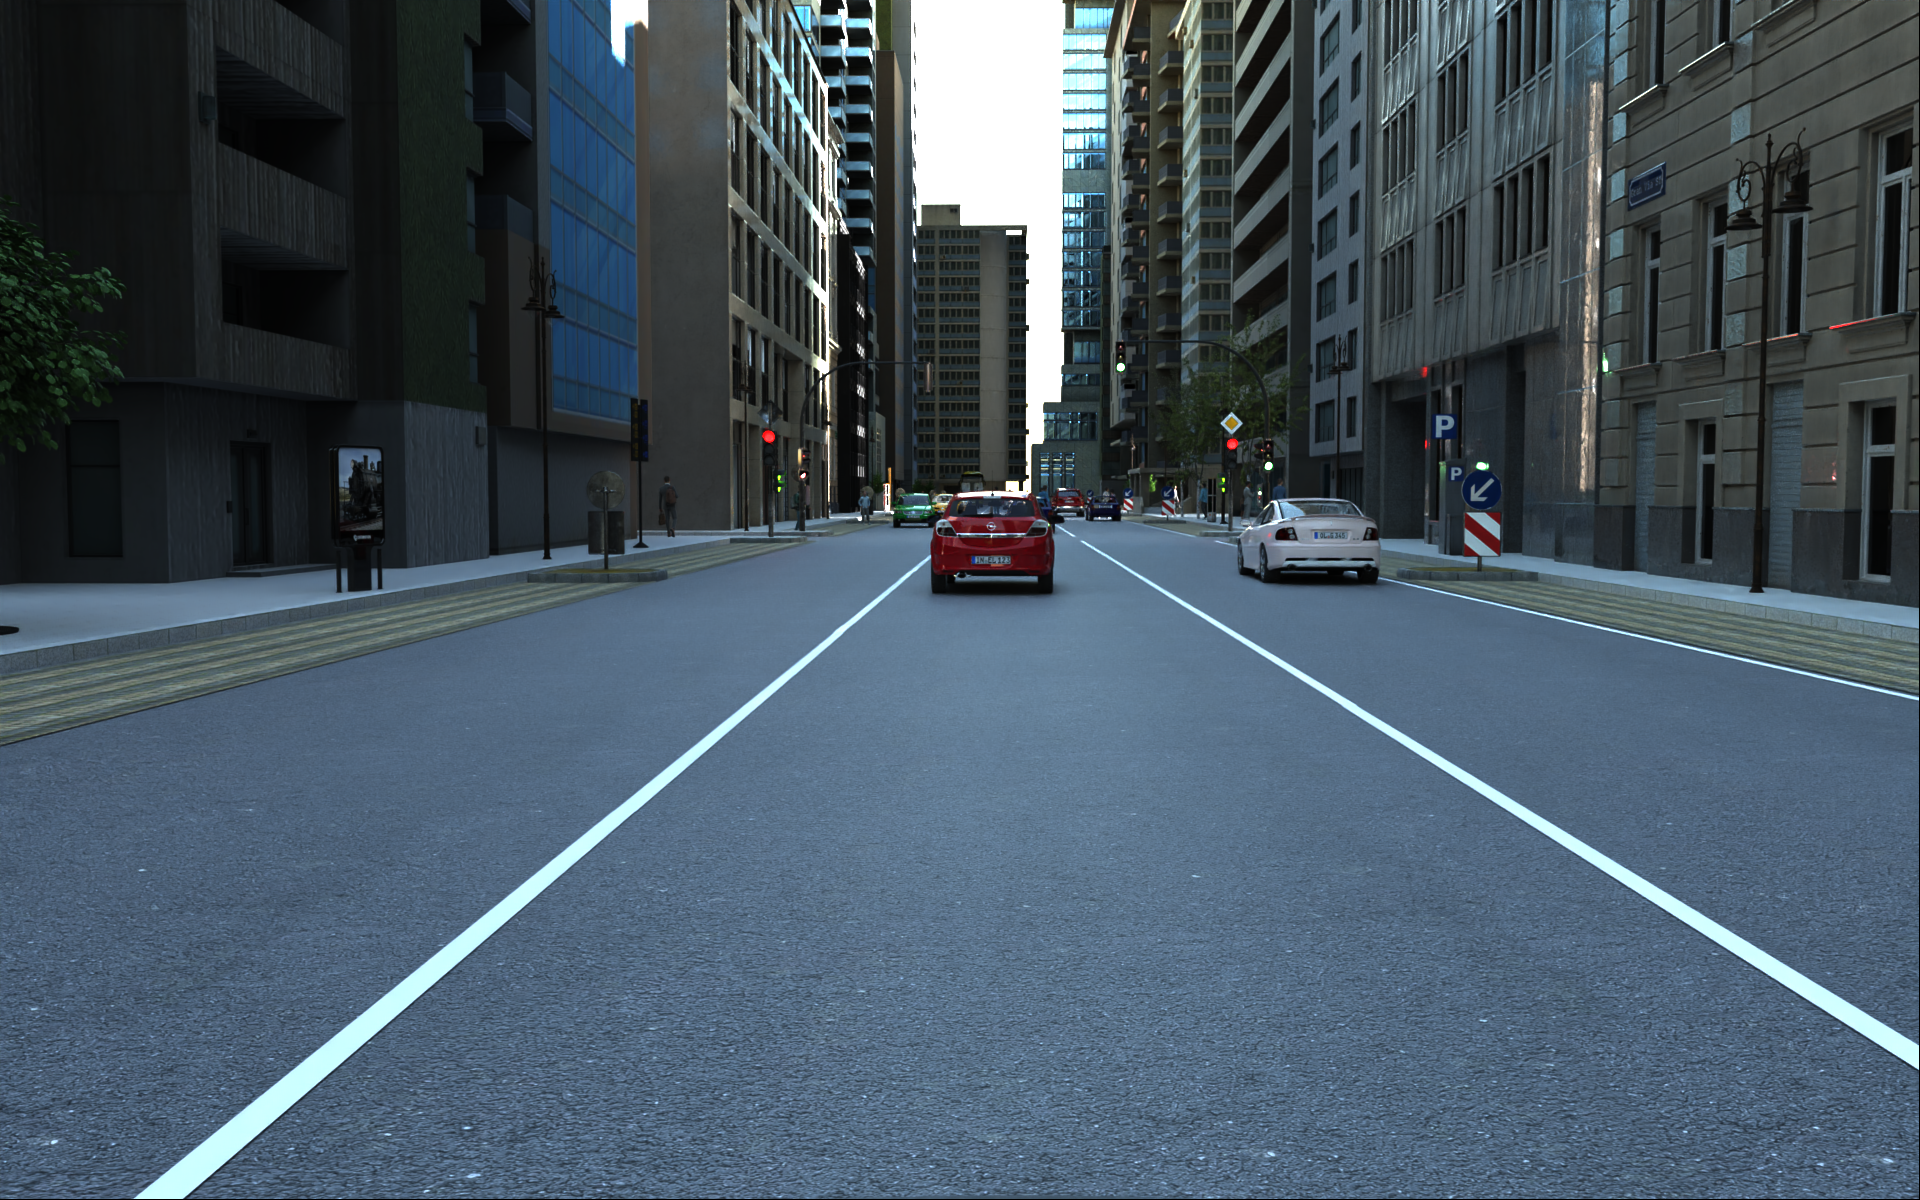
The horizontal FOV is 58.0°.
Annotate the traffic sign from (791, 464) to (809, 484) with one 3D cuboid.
[{"bbox_3d":[-6.765,-4.476,73.293,0.768,2.556,0.104,0,4,3],"label":"traffic sign"}]

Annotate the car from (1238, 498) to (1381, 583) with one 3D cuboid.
[{"bbox_3d":[5.844,-1.036,29.297,2.083,1.381,4.827,0,4,2],"label":"car"}]

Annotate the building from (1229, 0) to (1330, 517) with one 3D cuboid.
[{"bbox_3d":[25.753,-28.334,86.960,21.300,48.544,21.600,0,4,2],"label":"building"}]

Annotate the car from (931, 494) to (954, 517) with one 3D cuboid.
[{"bbox_3d":[-0.886,-5.442,99.200,2.015,1.641,3.980,0,4,3],"label":"car"}]

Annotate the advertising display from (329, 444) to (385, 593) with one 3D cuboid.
[{"bbox_3d":[-7.951,-1.081,22.887,0.123,1.923,0.974,1,4,18],"label":"advertising display"}]

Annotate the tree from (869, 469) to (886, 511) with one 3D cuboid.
[{"bbox_3d":[-6.483,-8.501,133.592,1.663,3.219,1.824,0,3,0],"label":"tree"}]

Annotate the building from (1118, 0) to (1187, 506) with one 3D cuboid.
[{"bbox_3d":[25.558,-30.395,151.590,22.147,44.769,28.867,0,4,2],"label":"building"}]

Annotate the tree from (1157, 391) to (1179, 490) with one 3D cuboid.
[{"bbox_3d":[12.274,-8.502,89.376,4.737,8.622,4.395,0,3,0],"label":"tree"}]

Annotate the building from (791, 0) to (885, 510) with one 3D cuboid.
[{"bbox_3d":[-17.308,-51.135,148.730,22.319,86.520,31.000,0,4,2],"label":"building"}]

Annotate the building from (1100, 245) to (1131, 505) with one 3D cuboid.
[{"bbox_3d":[23.268,-26.321,202.043,14.160,30.474,14.107,0,4,2],"label":"building"}]

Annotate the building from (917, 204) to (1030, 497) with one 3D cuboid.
[{"bbox_3d":[-2.605,-33.205,234.779,23.993,40.220,32.217,0,4,2],"label":"building"}]

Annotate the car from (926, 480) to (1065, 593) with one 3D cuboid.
[{"bbox_3d":[0.530,-1.067,26.487,2.155,1.783,4.494,0,4,2],"label":"car"}]

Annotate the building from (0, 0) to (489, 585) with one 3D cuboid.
[{"bbox_3d":[-16.604,-15.616,27.027,14.160,30.474,14.107,0,4,2],"label":"building"}]

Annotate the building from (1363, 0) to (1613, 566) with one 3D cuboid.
[{"bbox_3d":[17.491,-13.558,39.702,12.078,24.808,19.932,0,4,2],"label":"building"}]

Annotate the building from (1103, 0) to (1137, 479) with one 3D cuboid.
[{"bbox_3d":[29.887,-36.127,179.910,28.713,52.752,27.495,0,4,2],"label":"building"}]

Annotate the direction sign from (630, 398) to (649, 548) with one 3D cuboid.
[{"bbox_3d":[-7.635,-3.017,41.325,0.379,3.537,0.876,1,4,15],"label":"direction sign"}]

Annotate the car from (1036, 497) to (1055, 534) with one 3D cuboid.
[{"bbox_3d":[2.575,-3.147,64.040,1.945,1.354,3.894,0,4,0],"label":"car"}]

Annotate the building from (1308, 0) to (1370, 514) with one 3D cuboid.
[{"bbox_3d":[21.671,-18.034,66.562,14.107,30.474,14.160,0,4,2],"label":"building"}]

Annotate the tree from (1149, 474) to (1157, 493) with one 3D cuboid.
[{"bbox_3d":[14.395,-8.528,134.035,1.663,3.219,1.824,0,3,0],"label":"tree"}]

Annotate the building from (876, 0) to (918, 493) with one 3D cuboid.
[{"bbox_3d":[-19.131,-40.151,198.474,28.212,58.520,21.231,0,4,2],"label":"building"}]

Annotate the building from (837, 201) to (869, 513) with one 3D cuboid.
[{"bbox_3d":[-13.311,-17.986,123.742,12.332,23.373,15.834,0,4,2],"label":"building"}]

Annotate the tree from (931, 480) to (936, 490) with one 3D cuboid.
[{"bbox_3d":[-3.607,-13.047,207.918,1.663,3.219,1.824,0,3,0],"label":"tree"}]

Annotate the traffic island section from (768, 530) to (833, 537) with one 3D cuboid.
[{"bbox_3d":[-5.453,-2.289,59.705,2.009,0.180,2.903,0,4,2],"label":"traffic island section"}]

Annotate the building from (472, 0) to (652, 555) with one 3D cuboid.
[{"bbox_3d":[-16.162,-23.976,42.112,14.200,45.320,14.600,0,4,2],"label":"building"}]

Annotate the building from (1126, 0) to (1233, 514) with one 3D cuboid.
[{"bbox_3d":[28.063,-26.056,117.903,32.217,40.220,23.993,0,4,2],"label":"building"}]

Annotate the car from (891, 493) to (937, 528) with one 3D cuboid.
[{"bbox_3d":[-1.992,-4.078,75.469,1.959,1.807,4.718,0,4,0],"label":"car"}]

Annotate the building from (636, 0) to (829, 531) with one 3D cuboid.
[{"bbox_3d":[-17.210,-16.683,77.286,19.350,26.468,34.151,0,4,2],"label":"building"}]

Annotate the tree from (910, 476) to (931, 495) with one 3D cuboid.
[{"bbox_3d":[-4.389,-11.571,183.780,1.663,3.219,1.824,0,3,0],"label":"tree"}]

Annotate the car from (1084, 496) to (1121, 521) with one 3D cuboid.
[{"bbox_3d":[7.686,-4.926,93.126,1.945,1.354,3.894,0,4,0],"label":"car"}]

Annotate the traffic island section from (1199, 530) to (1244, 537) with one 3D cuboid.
[{"bbox_3d":[9.283,-2.265,59.314,2.009,0.180,2.903,0,4,2],"label":"traffic island section"}]

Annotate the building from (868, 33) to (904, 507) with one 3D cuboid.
[{"bbox_3d":[-12.931,-31.965,172.738,14.600,45.320,14.200,0,4,2],"label":"building"}]

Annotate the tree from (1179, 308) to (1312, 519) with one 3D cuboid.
[{"bbox_3d":[11.841,-7.298,69.678,4.737,8.622,4.395,0,3,0],"label":"tree"}]

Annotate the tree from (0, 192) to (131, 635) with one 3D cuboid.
[{"bbox_3d":[-9.491,-1.958,15.726,4.285,4.588,4.351,0,3,0],"label":"tree"}]

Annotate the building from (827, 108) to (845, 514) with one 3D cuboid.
[{"bbox_3d":[-14.521,-19.507,104.851,13.634,28.700,20.117,0,4,2],"label":"building"}]

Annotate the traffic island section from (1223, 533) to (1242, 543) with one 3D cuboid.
[{"bbox_3d":[9.073,-1.777,51.332,2.009,0.180,2.903,0,4,2],"label":"traffic island section"}]

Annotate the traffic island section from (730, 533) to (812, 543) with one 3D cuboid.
[{"bbox_3d":[-5.663,-1.801,51.723,2.009,0.180,2.903,0,4,2],"label":"traffic island section"}]

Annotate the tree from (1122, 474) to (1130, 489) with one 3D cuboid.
[{"bbox_3d":[13.776,-8.697,136.796,1.663,3.219,1.824,0,3,0],"label":"tree"}]

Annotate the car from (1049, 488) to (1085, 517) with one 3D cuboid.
[{"bbox_3d":[6.861,-6.253,110.910,2.281,1.827,5.304,0,4,0],"label":"car"}]

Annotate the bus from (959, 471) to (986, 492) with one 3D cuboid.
[{"bbox_3d":[1.343,-12.137,189.992,2.896,3.916,12.252,0,4,0],"label":"bus"}]

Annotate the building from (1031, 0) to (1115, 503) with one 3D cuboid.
[{"bbox_3d":[24.945,-55.966,227.713,31.000,86.520,22.319,0,4,2],"label":"building"}]

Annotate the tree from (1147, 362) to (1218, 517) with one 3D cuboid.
[{"bbox_3d":[12.376,-8.914,96.105,4.360,8.622,3.978,0,3,0],"label":"tree"}]

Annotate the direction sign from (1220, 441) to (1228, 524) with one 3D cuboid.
[{"bbox_3d":[11.341,-5.033,74.285,0.379,3.537,0.876,0,4,-5],"label":"direction sign"}]

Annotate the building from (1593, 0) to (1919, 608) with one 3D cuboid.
[{"bbox_3d":[16.379,-13.450,17.170,12.463,27.353,25.104,0,4,2],"label":"building"}]
